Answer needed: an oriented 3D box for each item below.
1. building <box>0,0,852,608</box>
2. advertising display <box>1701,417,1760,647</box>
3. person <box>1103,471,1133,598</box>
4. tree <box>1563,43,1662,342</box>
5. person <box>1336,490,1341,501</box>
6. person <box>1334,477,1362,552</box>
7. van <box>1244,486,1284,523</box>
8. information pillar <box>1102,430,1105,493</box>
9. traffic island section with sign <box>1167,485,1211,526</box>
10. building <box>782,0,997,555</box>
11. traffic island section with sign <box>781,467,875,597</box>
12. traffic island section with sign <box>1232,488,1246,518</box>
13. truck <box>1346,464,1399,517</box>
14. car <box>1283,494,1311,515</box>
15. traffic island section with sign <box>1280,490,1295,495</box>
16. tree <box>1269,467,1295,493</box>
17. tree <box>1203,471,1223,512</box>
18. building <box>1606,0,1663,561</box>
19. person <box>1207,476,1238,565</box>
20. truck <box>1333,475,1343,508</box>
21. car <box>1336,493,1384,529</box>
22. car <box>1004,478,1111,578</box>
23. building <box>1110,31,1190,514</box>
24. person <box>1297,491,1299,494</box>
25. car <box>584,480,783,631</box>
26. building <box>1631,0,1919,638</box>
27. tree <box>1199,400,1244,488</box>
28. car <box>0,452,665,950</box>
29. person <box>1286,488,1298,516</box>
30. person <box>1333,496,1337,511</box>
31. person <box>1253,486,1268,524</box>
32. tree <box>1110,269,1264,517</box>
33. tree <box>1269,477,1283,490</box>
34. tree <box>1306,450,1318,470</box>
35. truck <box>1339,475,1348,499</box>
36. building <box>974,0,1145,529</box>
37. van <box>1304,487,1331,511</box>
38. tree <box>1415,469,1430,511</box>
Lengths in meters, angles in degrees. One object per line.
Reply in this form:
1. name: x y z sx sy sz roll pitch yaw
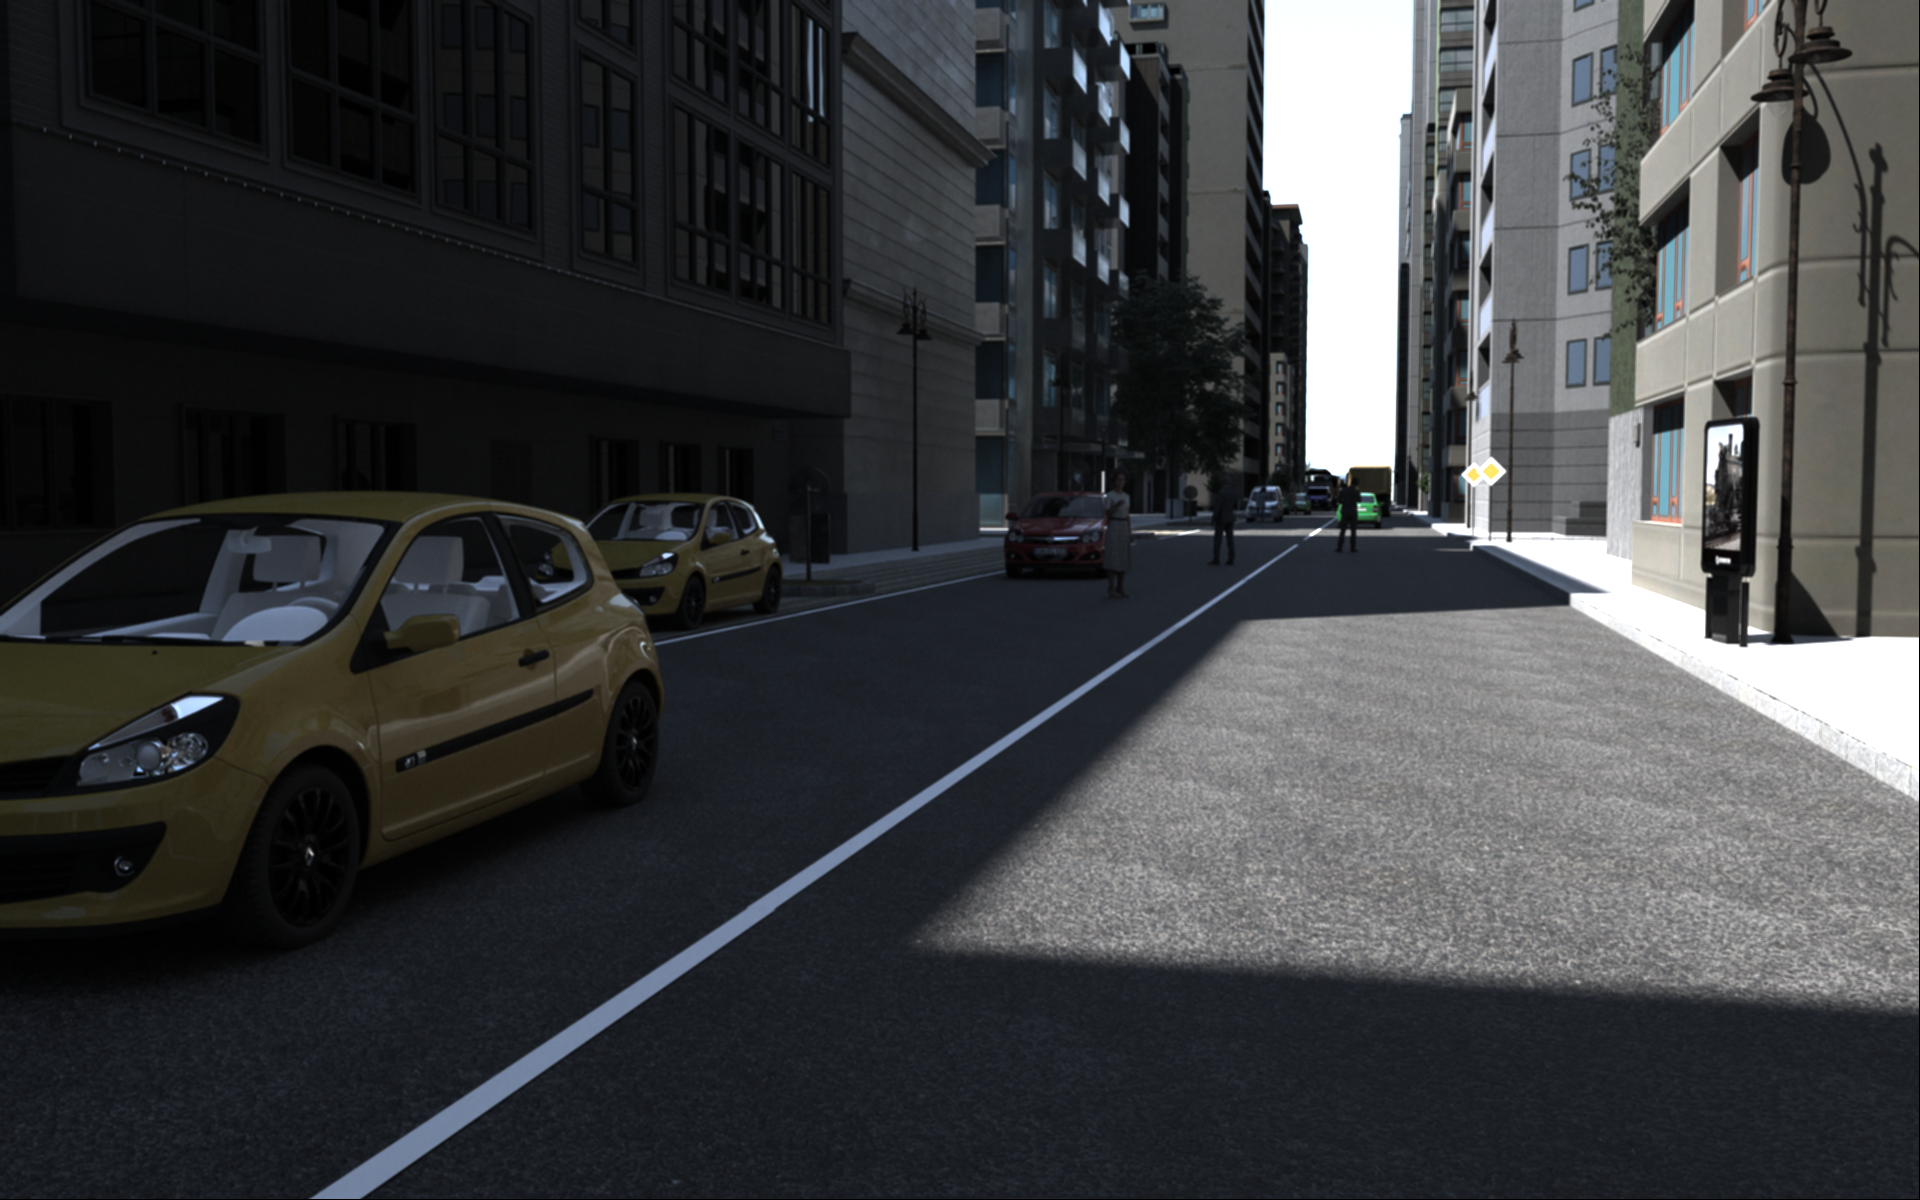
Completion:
1. building: -11.609 -14.144 24.768 14.314 27.812 24.014 1 4 13
2. advertising display: 6.610 -0.592 14.899 0.123 1.923 0.974 0 4 5
3. person: 2.237 -0.914 24.022 0.480 1.755 0.524 -3 4 -37
4. tree: 11.222 -4.648 26.350 4.360 8.622 3.978 0 3 0
5. person: 28.869 -7.458 131.148 0.721 1.735 1.217 -2 4 -24
6. person: 9.656 -2.127 43.077 0.655 1.846 0.447 1 4 12
7. van: 15.601 -4.990 88.598 2.013 2.044 4.112 1 4 14
8. information pillar: 5.221 -4.383 63.021 0.183 3.616 0.504 0 4 8
9. traffic island section with sign: 10.501 -4.287 78.721 1.989 1.847 2.006 1 4 13
10. building: -11.699 -15.744 44.802 23.554 28.519 14.401 1 4 13
11. traffic island section with sign: -2.305 -0.994 24.886 1.989 1.847 2.006 1 4 13
12. traffic island section with sign: 16.736 -5.891 104.948 1.989 1.847 2.006 1 4 13
13. truck: 26.627 -7.113 112.218 3.469 3.379 9.791 1 4 15
14. car: 23.116 -6.736 118.931 1.959 1.807 4.718 1 4 15
15. traffic island section with sign: 34.639 -10.498 180.272 1.989 1.847 2.006 1 4 13
16. tree: 37.511 -13.408 202.926 4.285 4.588 4.351 0 3 0
17. tree: 18.106 -7.883 123.496 1.663 3.219 1.824 0 3 0
18. building: 21.006 -16.178 36.204 14.160 30.474 14.107 1 4 13
19. person: 5.337 -1.627 35.280 0.661 1.801 0.590 -3 4 -36
20. truck: 37.957 -11.214 179.265 3.469 3.379 9.791 1 4 13
21. car: 16.625 -3.870 72.063 1.959 1.807 4.718 1 4 13
22. car: 1.954 -1.339 30.925 2.155 1.783 4.494 1 4 12
23. building: 7.120 -20.867 112.873 14.160 30.474 14.107 1 4 13
24. person: 37.632 -11.283 192.991 0.705 1.823 1.348 1 4 18
25. car: -3.328 -0.563 19.433 2.015 1.641 3.980 1 4 13
26. building: 19.574 -9.878 6.551 27.650 21.520 28.899 1 4 13
27. tree: 19.016 -10.799 126.923 4.737 8.622 4.395 0 3 0
28. car: -2.606 0.209 6.802 2.015 1.641 3.980 1 4 13
29. person: 22.141 -6.539 115.514 0.694 1.812 0.767 -3 4 -38
30. person: 31.218 -8.050 143.299 0.628 1.438 0.799 1 4 17
31. person: 14.182 -4.468 81.822 0.793 1.790 0.793 -1 4 -8
32. tree: 12.087 -11.699 97.941 9.857 13.997 8.962 0 3 0
33. tree: 36.422 -12.538 199.591 1.663 3.219 1.824 0 3 0
34. tree: 57.411 -20.512 285.725 4.360 8.622 3.978 0 3 0
35. truck: 53.614 -15.573 244.374 2.967 4.110 18.799 1 4 12
36. building: -4.574 -27.980 77.088 23.786 49.044 30.456 1 4 13
37. van: 30.675 -8.800 148.270 2.240 2.365 5.245 1 4 15
38. tree: 35.231 -8.296 130.249 1.663 3.219 1.824 0 3 0
